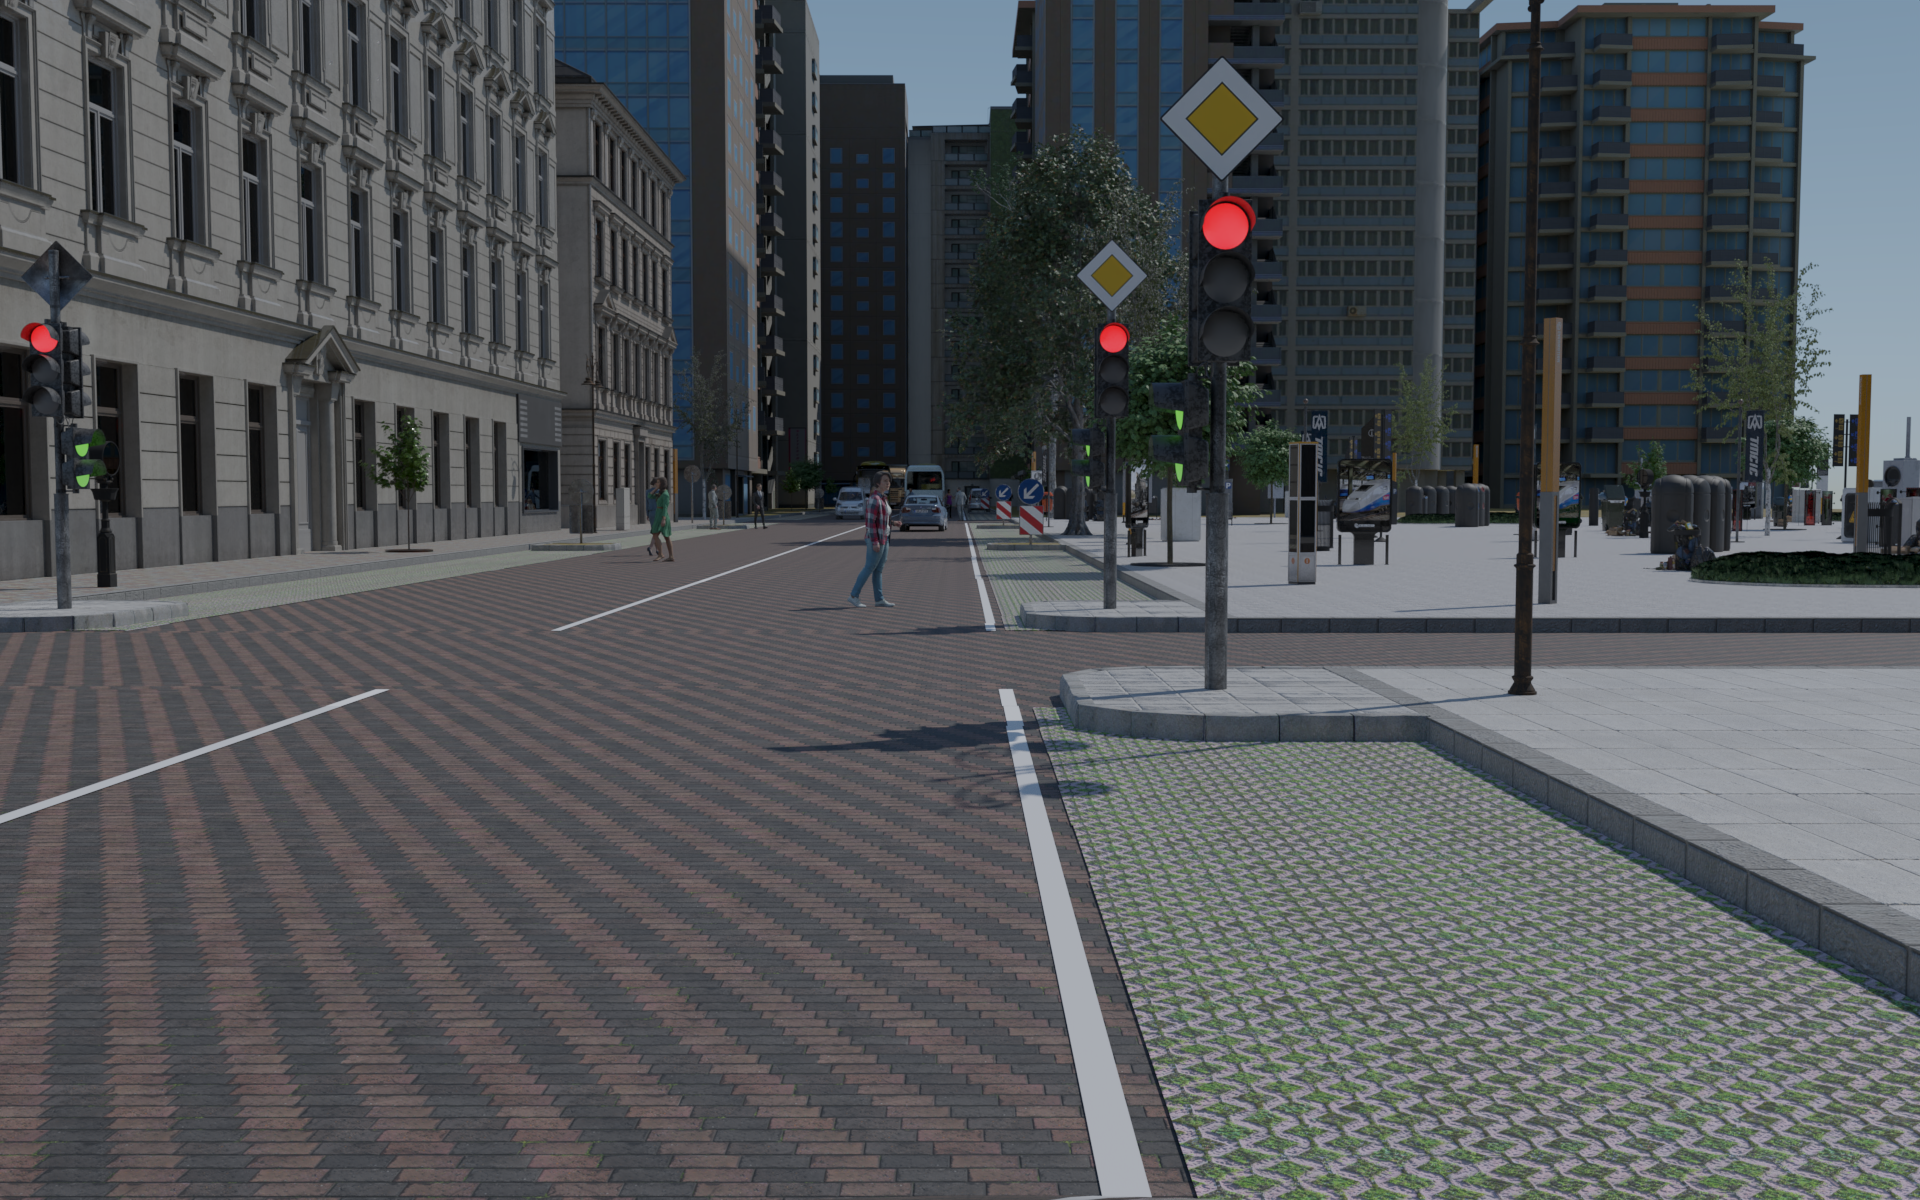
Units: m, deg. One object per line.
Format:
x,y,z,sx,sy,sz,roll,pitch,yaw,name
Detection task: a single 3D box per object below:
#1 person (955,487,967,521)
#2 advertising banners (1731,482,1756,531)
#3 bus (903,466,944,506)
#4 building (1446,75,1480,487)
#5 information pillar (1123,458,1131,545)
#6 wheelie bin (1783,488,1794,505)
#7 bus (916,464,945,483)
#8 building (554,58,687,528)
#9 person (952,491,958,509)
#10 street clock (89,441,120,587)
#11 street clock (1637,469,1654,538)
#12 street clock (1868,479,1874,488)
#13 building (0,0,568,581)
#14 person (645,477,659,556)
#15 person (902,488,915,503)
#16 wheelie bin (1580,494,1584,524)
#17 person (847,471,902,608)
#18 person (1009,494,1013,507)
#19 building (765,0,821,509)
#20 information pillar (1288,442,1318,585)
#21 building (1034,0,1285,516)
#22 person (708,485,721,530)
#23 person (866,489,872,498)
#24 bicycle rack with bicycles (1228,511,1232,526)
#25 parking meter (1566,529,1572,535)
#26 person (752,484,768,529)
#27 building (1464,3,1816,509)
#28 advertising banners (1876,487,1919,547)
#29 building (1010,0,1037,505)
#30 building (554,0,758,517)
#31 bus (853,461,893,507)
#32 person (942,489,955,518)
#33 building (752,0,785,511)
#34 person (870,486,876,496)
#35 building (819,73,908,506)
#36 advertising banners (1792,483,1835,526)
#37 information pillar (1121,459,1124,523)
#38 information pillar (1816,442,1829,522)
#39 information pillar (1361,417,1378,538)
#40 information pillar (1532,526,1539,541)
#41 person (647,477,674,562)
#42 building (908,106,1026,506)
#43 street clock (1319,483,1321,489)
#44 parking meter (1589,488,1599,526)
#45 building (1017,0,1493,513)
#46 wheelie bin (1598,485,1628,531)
0.015,-5.037,90.952,0.635,1.810,0.391,-3,5,-42,person
26.784,-3.881,59.649,0.090,3.025,2.074,-1,4,-14,advertising banners
-2.457,-7.538,118.109,2.948,3.499,13.247,0,4,-1,bus
39.363,-29.260,161.997,14.086,41.232,14.154,0,3,0,building
4.425,-3.210,43.843,0.183,3.616,0.504,-2,4,-27,information pillar
43.567,-5.073,90.848,0.693,1.594,0.980,0,4,7,wheelie bin
-2.692,-9.020,139.022,2.896,3.916,12.252,0,4,0,bus
-18.266,-12.755,73.169,10.561,19.102,19.286,0,3,0,building
-0.230,-9.569,164.962,0.705,1.824,1.348,3,5,42,person
-11.758,-1.178,23.823,0.358,2.002,0.471,0,4,2,street clock
19.889,-2.798,50.310,0.358,2.002,0.471,-1,4,-19,street clock
44.339,-4.893,84.577,0.471,2.002,0.358,3,5,44,street clock
-21.958,-16.194,41.189,17.030,29.872,44.131,0,3,0,building
-7.122,-1.944,40.307,0.581,1.822,0.654,3,4,38,person
-2.996,-5.896,104.879,0.705,1.826,1.348,-3,5,-43,person
26.623,-4.119,75.248,0.693,1.594,0.980,-1,4,-15,wheelie bin
-1.078,-0.772,21.957,0.643,1.720,0.563,1,4,11,person
5.083,-10.284,176.267,0.705,1.869,1.348,3,4,37,person
-24.111,-32.690,158.182,21.600,48.544,21.300,0,3,0,building
4.863,-1.228,24.577,0.304,2.012,0.304,-1,4,-18,information pillar
11.902,-28.045,108.646,14.600,45.320,14.200,0,3,0,building
-9.871,-3.713,69.307,0.391,1.810,0.635,-3,4,-36,person
-6.195,-6.707,118.696,0.750,1.759,0.617,-1,4,-16,person
9.723,-3.441,69.650,2.852,0.926,2.925,1,4,21,bicycle rack with bicycles
18.896,-2.953,53.991,0.399,1.863,0.255,-2,4,-29,parking meter
-8.192,-3.838,71.020,0.659,1.850,0.755,-3,5,-39,person
61.032,-30.763,157.597,28.867,44.769,22.147,0,3,0,building
22.783,-2.761,41.338,0.090,3.025,2.074,-1,4,-20,advertising banners
15.715,-30.572,154.479,22.147,44.769,28.867,0,3,0,building
-19.699,-27.604,101.435,14.600,45.320,14.200,0,3,0,building
-6.583,-8.641,132.833,2.896,3.916,12.252,0,4,-2,bus
-0.598,-5.715,102.616,1.217,1.739,0.721,-3,4,-38,person
-24.328,-28.660,123.217,22.147,44.769,28.867,0,3,0,building
-4.425,-4.904,88.661,0.573,1.828,0.580,-1,4,-22,person
-12.729,-32.750,185.581,14.200,45.320,14.600,0,3,0,building
34.719,-4.553,70.632,2.074,3.025,0.090,0,4,-8,advertising banners
7.261,-5.218,76.667,0.183,3.616,0.504,0,4,3,information pillar
38.936,-5.310,78.178,0.504,3.616,0.183,1,4,14,information pillar
11.999,-3.634,50.770,0.504,3.616,0.183,2,4,34,information pillar
15.560,-2.602,47.033,0.304,2.012,0.304,2,4,32,information pillar
-6.267,-1.702,36.574,0.529,1.795,0.600,-2,4,-32,person
1.413,-30.734,186.098,14.086,41.232,14.154,0,3,0,building
17.886,-5.039,86.963,0.471,2.002,0.358,1,4,19,street clock
25.558,-3.756,69.827,0.372,1.533,0.369,0,3,0,parking meter
20.602,-26.671,127.959,32.217,40.220,23.993,0,3,0,building
22.711,-3.207,60.348,0.980,1.594,0.693,0,4,0,wheelie bin
